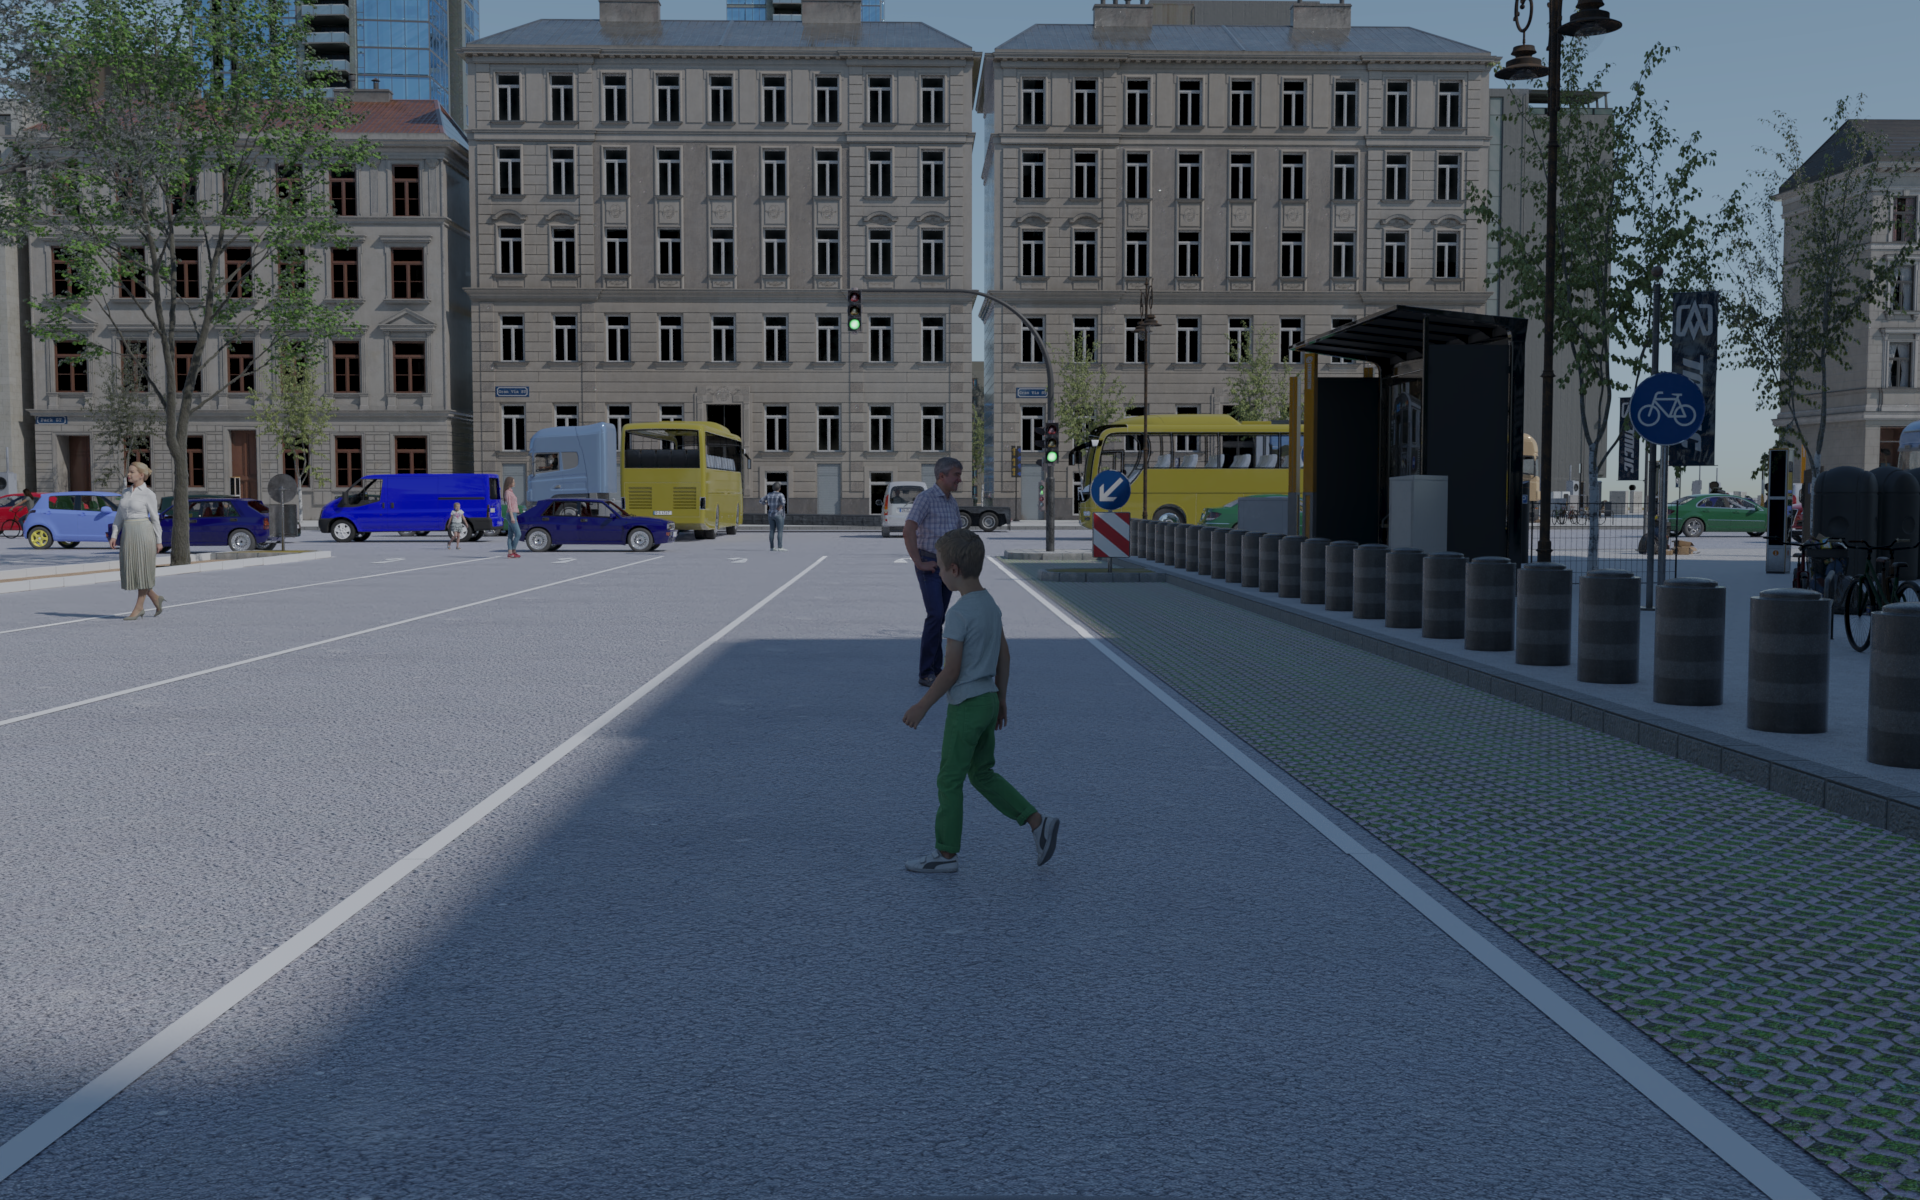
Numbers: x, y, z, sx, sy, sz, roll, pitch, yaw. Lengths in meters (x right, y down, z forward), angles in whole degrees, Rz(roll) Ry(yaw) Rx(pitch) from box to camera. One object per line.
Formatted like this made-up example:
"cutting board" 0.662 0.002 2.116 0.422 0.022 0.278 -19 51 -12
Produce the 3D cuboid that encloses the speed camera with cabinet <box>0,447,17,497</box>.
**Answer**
"speed camera with cabinet" -40.752 -4.798 72.775 2.038 3.252 0.660 0 4 7

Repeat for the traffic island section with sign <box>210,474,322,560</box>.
"traffic island section with sign" -15.265 -1.855 38.469 2.006 1.907 1.989 0 4 -2

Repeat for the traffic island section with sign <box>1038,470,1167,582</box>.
"traffic island section with sign" 2.319 -1.238 28.865 1.989 1.847 2.006 0 4 -2

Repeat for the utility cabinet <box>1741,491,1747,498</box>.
"utility cabinet" 60.069 -7.604 133.011 0.318 1.500 1.173 3 5 44

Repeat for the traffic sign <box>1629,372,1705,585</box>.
"traffic sign" 7.380 -1.105 18.169 0.768 2.556 0.104 0 4 7

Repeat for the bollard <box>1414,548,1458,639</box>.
"bollard" 4.338 -0.046 15.477 0.404 0.777 0.398 0 3 0

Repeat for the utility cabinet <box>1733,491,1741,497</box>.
"utility cabinet" 56.166 -7.138 125.391 0.318 1.500 1.173 1 4 21

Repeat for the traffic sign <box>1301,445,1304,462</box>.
"traffic sign" 8.036 -2.376 38.958 0.768 2.556 0.104 0 4 5

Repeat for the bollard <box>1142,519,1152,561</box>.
"bollard" 3.810 -1.152 33.549 0.404 0.777 0.398 0 3 0

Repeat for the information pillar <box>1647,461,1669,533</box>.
"information pillar" 15.418 -2.066 38.274 0.304 2.012 0.304 -2 4 -32

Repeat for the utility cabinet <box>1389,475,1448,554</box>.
"utility cabinet" 5.430 -0.727 20.565 0.318 1.500 1.173 2 4 34

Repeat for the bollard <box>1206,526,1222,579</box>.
"bollard" 4.019 -0.710 26.320 0.404 0.777 0.398 0 3 0

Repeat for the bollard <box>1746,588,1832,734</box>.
"bollard" 4.512 0.323 9.431 0.404 0.777 0.398 0 3 0

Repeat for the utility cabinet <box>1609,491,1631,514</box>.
"utility cabinet" 41.176 -6.092 108.276 0.318 1.500 1.173 -2 4 -33

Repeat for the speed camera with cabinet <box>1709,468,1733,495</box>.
"speed camera with cabinet" 57.660 -8.370 131.187 2.038 3.252 0.660 -2 4 -25

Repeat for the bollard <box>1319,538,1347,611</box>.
"bollard" 4.232 -0.268 19.092 0.404 0.777 0.398 0 3 0

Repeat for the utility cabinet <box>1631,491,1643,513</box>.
"utility cabinet" 44.752 -6.481 114.642 1.173 1.500 0.318 -3 5 -42

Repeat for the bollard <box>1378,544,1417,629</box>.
"bollard" 4.303 -0.120 16.678 0.404 0.777 0.398 0 3 0

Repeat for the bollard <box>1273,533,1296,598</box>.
"bollard" 4.159 -0.415 21.504 0.404 0.777 0.398 0 3 0

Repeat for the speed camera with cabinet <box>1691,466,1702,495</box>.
"speed camera with cabinet" 49.221 -7.424 115.725 0.660 3.252 2.038 2 4 24

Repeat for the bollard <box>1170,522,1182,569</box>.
"bollard" 3.911 -0.931 29.941 0.404 0.777 0.398 0 3 0

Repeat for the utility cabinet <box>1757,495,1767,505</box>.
"utility cabinet" 52.931 -6.286 113.933 1.020 1.237 0.306 -1 4 -21

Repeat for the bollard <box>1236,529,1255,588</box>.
"bollard" 4.091 -0.563 23.917 0.404 0.777 0.398 0 3 0

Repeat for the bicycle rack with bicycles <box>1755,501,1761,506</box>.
"bicycle rack with bicycles" 49.036 -5.862 109.219 2.852 0.926 2.925 0 4 -1

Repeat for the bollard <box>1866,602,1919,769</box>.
"bollard" 4.545 0.397 8.230 0.404 0.777 0.398 0 3 0

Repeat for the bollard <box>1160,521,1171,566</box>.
"bollard" 3.881 -1.005 31.144 0.404 0.777 0.398 0 3 0

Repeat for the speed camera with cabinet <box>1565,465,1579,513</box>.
"speed camera with cabinet" 41.189 -7.535 117.526 2.038 3.252 0.660 -3 5 -39

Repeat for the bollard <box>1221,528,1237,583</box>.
"bollard" 4.053 -0.636 25.118 0.404 0.777 0.398 0 3 0

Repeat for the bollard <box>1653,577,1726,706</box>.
"bollard" 4.479 0.249 10.638 0.404 0.777 0.398 0 3 0

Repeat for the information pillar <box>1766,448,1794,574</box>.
"information pillar" 13.210 -1.432 27.908 0.304 2.012 0.304 3 5 42

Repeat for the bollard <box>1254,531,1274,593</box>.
"bollard" 4.125 -0.489 22.710 0.404 0.777 0.398 0 3 0

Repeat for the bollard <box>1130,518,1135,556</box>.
"bollard" 3.741 -1.300 35.966 0.404 0.777 0.398 0 3 0

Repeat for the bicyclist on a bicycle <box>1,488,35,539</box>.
"bicyclist on a bicycle" -29.912 -2.778 55.440 1.625 1.676 1.499 0 3 0

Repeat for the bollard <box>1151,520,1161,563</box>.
"bollard" 3.845 -1.078 32.346 0.404 0.777 0.398 0 3 0

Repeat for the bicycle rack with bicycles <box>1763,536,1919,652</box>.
"bicycle rack with bicycles" 7.864 -0.038 14.005 2.852 0.926 2.925 2 4 29

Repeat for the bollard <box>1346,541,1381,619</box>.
"bollard" 4.265 -0.194 17.891 0.404 0.777 0.398 0 3 0

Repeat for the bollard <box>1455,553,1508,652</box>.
"bollard" 4.370 0.027 14.276 0.404 0.777 0.398 0 3 0

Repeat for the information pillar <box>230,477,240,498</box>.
"information pillar" -31.102 -4.271 74.328 0.304 2.012 0.304 1 4 20

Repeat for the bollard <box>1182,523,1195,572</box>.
"bollard" 3.949 -0.857 28.728 0.404 0.777 0.398 0 3 0

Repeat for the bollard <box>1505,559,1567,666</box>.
"bollard" 4.406 0.101 13.069 0.404 0.777 0.398 0 3 0

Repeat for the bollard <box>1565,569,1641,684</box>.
"bollard" 4.440 0.175 11.851 0.404 0.777 0.398 0 3 0

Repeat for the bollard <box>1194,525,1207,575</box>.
"bollard" 3.988 -0.783 27.521 0.404 0.777 0.398 0 3 0

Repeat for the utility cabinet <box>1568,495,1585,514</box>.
"utility cabinet" 39.253 -6.063 110.285 1.020 1.237 0.306 0 4 -7

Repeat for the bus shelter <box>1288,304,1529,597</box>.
"bus shelter" 6.179 -2.040 24.634 1.731 3.624 6.357 0 4 -2

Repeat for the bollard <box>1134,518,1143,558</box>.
"bollard" 3.772 -1.226 34.756 0.404 0.777 0.398 0 3 0

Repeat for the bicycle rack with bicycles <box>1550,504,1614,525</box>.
"bicycle rack with bicycles" 25.717 -3.600 72.246 2.925 0.926 2.852 -2 4 -32

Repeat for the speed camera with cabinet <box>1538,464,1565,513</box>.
"speed camera with cabinet" 38.916 -7.347 114.465 0.660 3.252 2.038 -1 4 -12

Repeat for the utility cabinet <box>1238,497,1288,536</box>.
"utility cabinet" 6.159 -1.464 35.097 1.020 1.237 0.306 1 4 18

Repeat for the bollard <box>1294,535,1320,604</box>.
"bollard" 4.195 -0.341 20.293 0.404 0.777 0.398 0 3 0

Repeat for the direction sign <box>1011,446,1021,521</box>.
"direction sign" 2.635 -5.460 81.276 0.379 3.537 0.876 2 4 31
